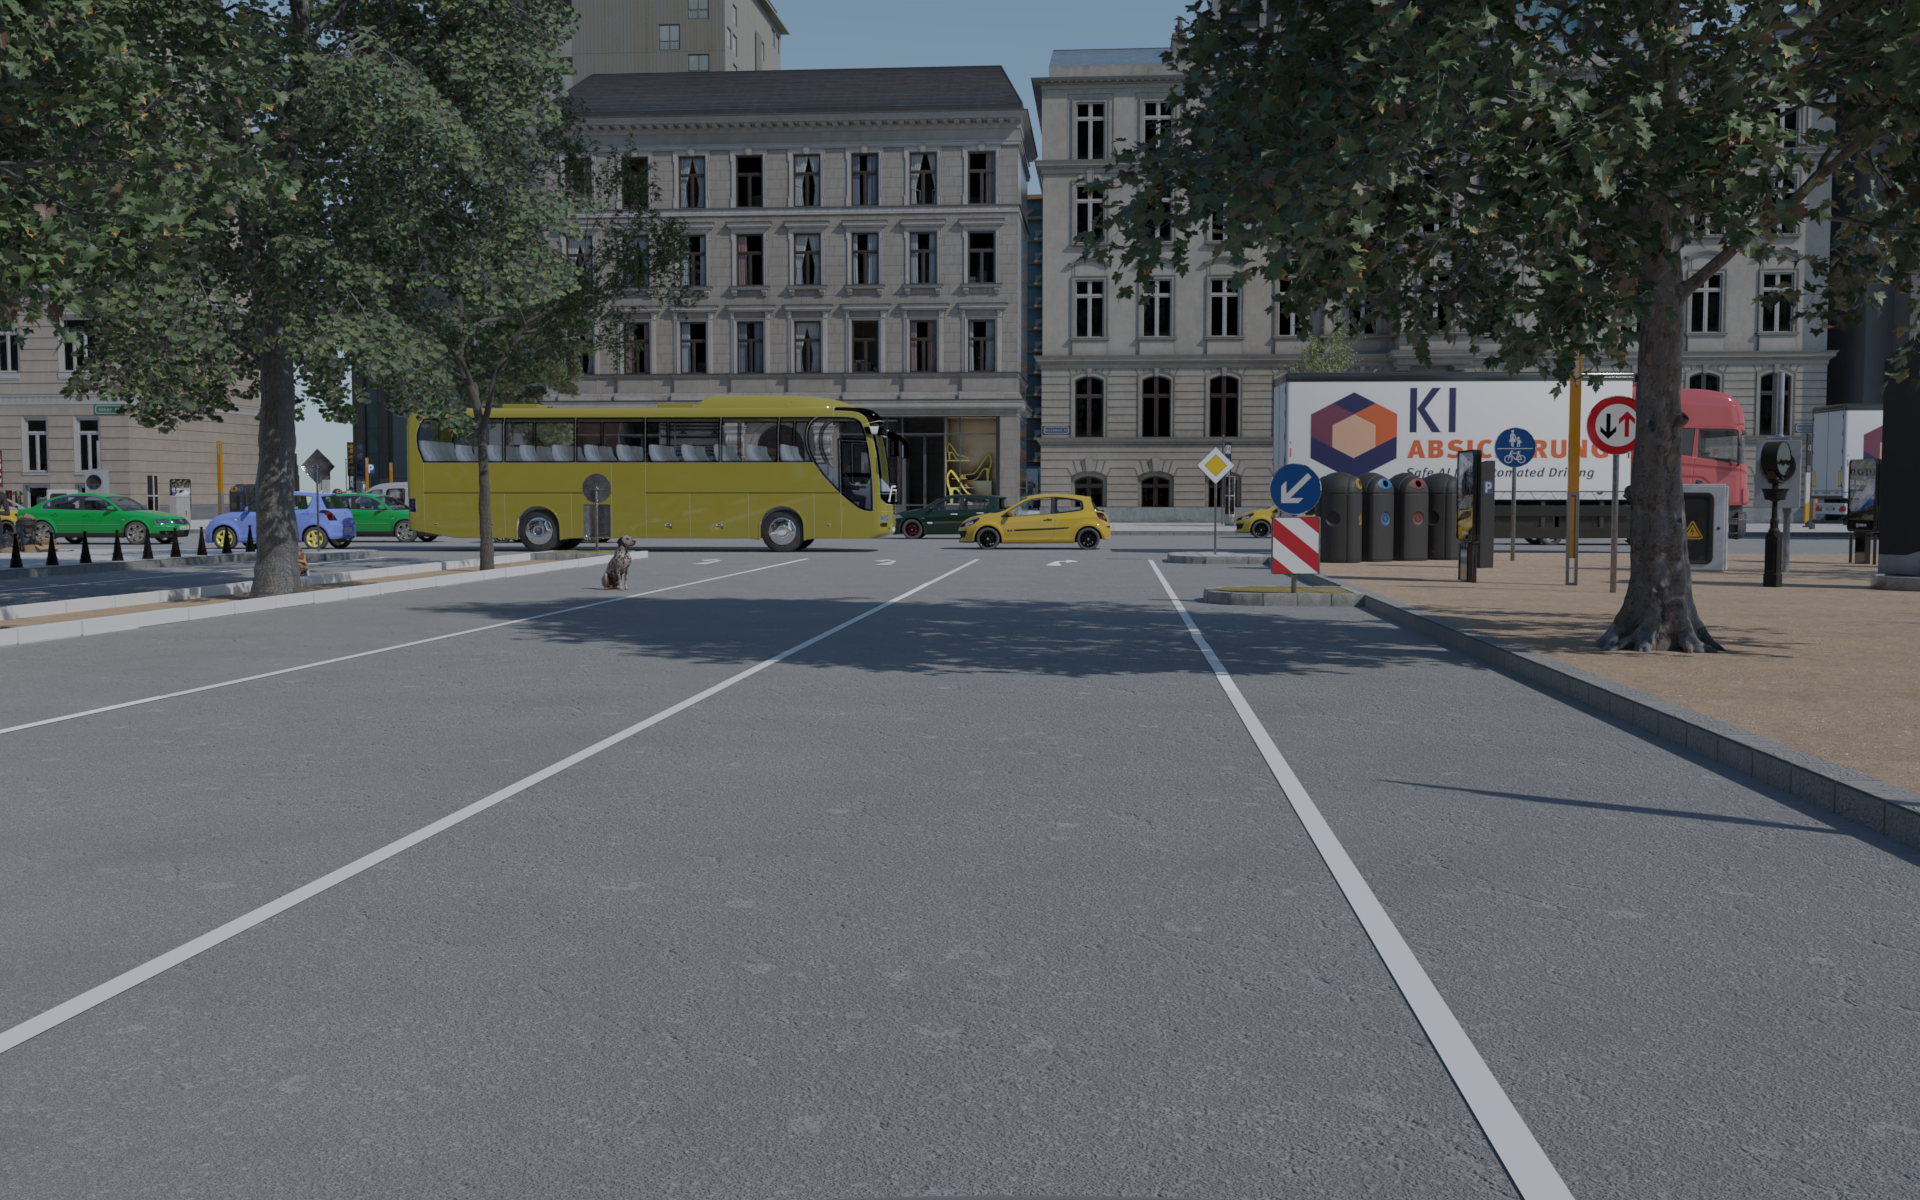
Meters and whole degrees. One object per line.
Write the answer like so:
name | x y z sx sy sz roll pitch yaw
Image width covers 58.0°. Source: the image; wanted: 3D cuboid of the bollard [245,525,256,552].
bollard | -15.710 -1.363 38.323 0.229 0.601 0.229 0 3 0

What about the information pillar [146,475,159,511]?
information pillar | -30.459 -3.723 65.364 0.304 2.012 0.304 1 4 10

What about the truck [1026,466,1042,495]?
truck | 7.239 -11.724 180.605 2.839 4.237 11.283 0 4 5

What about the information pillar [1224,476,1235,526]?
information pillar | 10.977 -4.035 70.461 0.304 2.012 0.304 -2 4 -29

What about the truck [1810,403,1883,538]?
truck | 32.998 -4.004 54.377 11.283 4.237 2.839 0 4 4

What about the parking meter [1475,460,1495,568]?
parking meter | 9.053 -1.489 30.055 0.399 1.863 0.255 -2 4 -30

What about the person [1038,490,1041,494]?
person | 7.126 -8.917 154.280 1.348 1.826 0.705 1 4 19

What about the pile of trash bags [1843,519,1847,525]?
pile of trash bags | 37.483 -3.701 70.256 1.912 1.369 3.447 0 4 -2

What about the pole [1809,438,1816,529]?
pole | 31.075 -4.235 63.079 0.158 3.312 0.155 0 3 0

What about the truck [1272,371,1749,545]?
truck | 13.165 -3.178 40.867 11.283 4.237 2.839 0 4 3

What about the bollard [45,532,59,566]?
bollard | -16.327 -0.923 31.135 0.229 0.601 0.229 0 3 0

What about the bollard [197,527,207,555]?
bollard | -15.884 -1.238 36.277 0.229 0.601 0.229 0 3 0

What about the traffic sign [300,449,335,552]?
traffic sign | -14.254 -2.129 38.445 0.795 2.450 0.064 0 4 5

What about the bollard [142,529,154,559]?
bollard | -16.058 -1.112 34.229 0.229 0.601 0.229 0 3 0

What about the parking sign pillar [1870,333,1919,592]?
parking sign pillar | 13.054 -2.123 23.179 1.447 3.967 1.447 -2 4 -24

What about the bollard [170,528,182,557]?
bollard | -15.972 -1.175 35.254 0.229 0.601 0.229 0 3 0

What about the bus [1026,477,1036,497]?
bus | 5.478 -10.425 165.315 2.948 3.499 13.247 0 4 5

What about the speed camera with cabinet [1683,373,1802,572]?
speed camera with cabinet | 12.695 -2.088 28.481 2.038 3.252 0.660 2 4 26

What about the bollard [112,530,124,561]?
bollard | -16.150 -1.049 33.195 0.229 0.601 0.229 0 3 0

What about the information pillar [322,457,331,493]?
information pillar | -36.647 -6.652 100.122 0.504 3.616 0.183 0 4 8

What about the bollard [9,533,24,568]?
bollard | -16.417 -0.861 30.112 0.229 0.601 0.229 0 3 0

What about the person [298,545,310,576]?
person | -11.471 -0.673 29.986 0.381 0.543 0.357 -1 4 -9

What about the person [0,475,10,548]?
person | -14.929 -1.084 26.568 0.599 1.781 0.374 -1 4 -10

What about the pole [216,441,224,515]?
pole | -28.434 -4.449 66.587 0.158 3.312 0.155 0 3 0

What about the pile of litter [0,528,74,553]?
pile of litter | -20.478 -1.487 38.279 1.719 0.858 1.176 -3 4 -37

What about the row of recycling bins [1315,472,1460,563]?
row of recycling bins | 8.201 -1.594 33.182 3.534 1.692 1.069 -2 4 -32

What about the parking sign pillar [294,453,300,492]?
parking sign pillar | -44.447 -7.720 114.692 1.447 3.967 1.447 0 4 6

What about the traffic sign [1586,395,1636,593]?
traffic sign | 8.496 -1.367 22.454 0.768 2.556 0.104 1 4 11

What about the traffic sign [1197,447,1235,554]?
traffic sign | 5.416 -2.024 36.736 0.795 2.450 0.064 0 4 5

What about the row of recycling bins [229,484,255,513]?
row of recycling bins | -28.559 -3.843 69.949 1.069 1.692 3.534 -3 5 -40

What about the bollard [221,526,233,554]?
bollard | -15.794 -1.300 37.300 0.229 0.601 0.229 0 3 0

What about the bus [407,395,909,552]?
bus | -7.515 -3.190 43.701 12.252 3.916 2.896 0 4 3

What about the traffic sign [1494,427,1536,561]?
traffic sign | 10.613 -2.024 33.191 0.768 2.556 0.104 1 4 10

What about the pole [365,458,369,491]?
pole | -33.314 -6.332 97.377 0.158 3.312 0.155 0 3 0

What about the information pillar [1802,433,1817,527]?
information pillar | 32.798 -4.610 66.735 0.504 3.616 0.183 0 4 -5

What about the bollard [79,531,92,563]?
bollard | -16.243 -0.986 32.158 0.229 0.601 0.229 0 3 0

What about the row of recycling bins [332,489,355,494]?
row of recycling bins | -44.745 -7.418 128.402 3.534 1.692 1.069 0 4 -7

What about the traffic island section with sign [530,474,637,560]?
traffic island section with sign | -8.197 -1.840 38.221 2.006 1.907 1.989 0 4 5

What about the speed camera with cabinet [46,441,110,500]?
speed camera with cabinet | -32.635 -4.265 64.068 2.038 3.252 0.660 0 4 -5

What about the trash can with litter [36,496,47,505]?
trash can with litter | -53.401 -5.544 101.697 1.678 1.210 2.233 -2 4 -35

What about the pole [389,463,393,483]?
pole | -36.882 -7.247 112.338 0.158 3.312 0.155 0 3 0

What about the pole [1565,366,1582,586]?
pole | 8.591 -1.859 24.245 0.158 3.312 0.155 0 3 0
